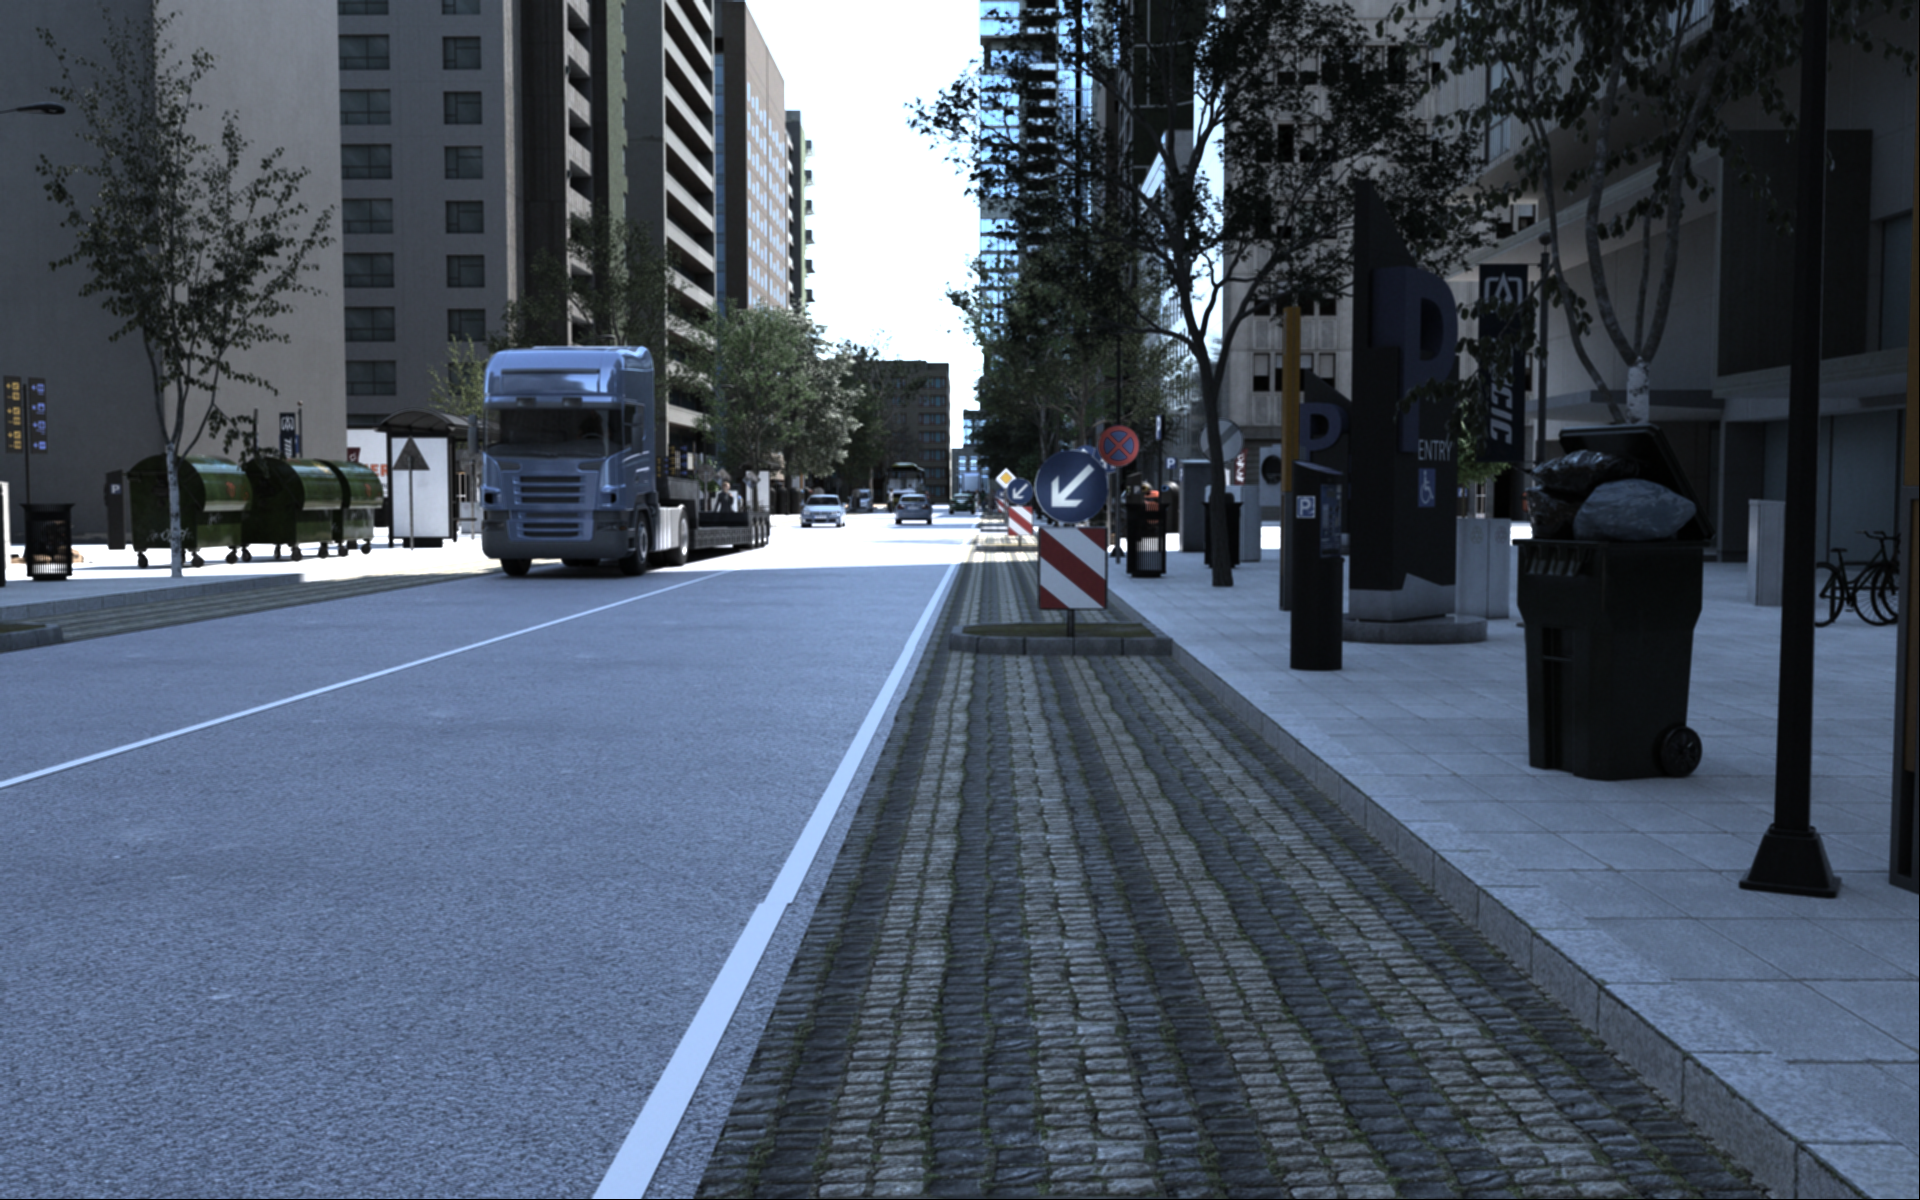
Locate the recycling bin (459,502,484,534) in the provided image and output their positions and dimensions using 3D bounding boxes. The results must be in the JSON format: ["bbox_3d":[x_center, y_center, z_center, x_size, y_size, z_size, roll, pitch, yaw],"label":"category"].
[{"bbox_3d":[-15.757,-2.649,55.863,0.722,1.027,0.722,-1,4,-21],"label":"recycling bin"}]

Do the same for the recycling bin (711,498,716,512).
[{"bbox_3d":[-16.334,-6.390,117.028,0.722,1.027,0.722,2,4,31],"label":"recycling bin"}]

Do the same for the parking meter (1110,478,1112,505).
[{"bbox_3d":[5.209,-3.425,61.710,0.399,1.863,0.255,0,4,5],"label":"parking meter"}]

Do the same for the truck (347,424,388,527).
[{"bbox_3d":[-26.534,-4.990,70.506,11.283,4.237,2.839,0,4,3],"label":"truck"}]

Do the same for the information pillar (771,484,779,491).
[{"bbox_3d":[-13.369,-7.297,123.801,0.304,2.012,0.304,-3,5,-44],"label":"information pillar"}]

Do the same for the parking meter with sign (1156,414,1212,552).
[{"bbox_3d":[5.229,-2.568,38.243,1.738,3.016,0.543,0,4,-6],"label":"parking meter with sign"}]

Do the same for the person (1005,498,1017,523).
[{"bbox_3d":[2.545,-4.609,84.205,0.721,1.781,0.623,-3,5,-42],"label":"person"}]

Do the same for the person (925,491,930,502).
[{"bbox_3d":[-3.379,-10.553,181.496,0.683,1.767,0.568,0,4,-3],"label":"person"}]

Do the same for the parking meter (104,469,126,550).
[{"bbox_3d":[-19.360,-2.077,39.665,0.399,1.863,0.255,-2,4,-34],"label":"parking meter"}]

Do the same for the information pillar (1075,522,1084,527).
[{"bbox_3d":[3.242,-2.637,47.606,0.304,2.012,0.304,3,4,38],"label":"information pillar"}]

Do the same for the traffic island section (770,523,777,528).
[{"bbox_3d":[-8.924,-3.163,73.995,2.009,0.180,2.903,0,4,1],"label":"traffic island section"}]

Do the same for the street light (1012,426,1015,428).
[{"bbox_3d":[3.494,-7.044,87.707,1.470,5.913,1.316,0,4,1],"label":"street light"}]

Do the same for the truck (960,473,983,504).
[{"bbox_3d":[1.360,-13.523,210.856,2.967,4.110,18.799,0,4,1],"label":"truck"}]

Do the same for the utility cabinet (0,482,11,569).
[{"bbox_3d":[-16.632,-1.258,29.249,1.173,1.500,0.318,1,4,15],"label":"utility cabinet"}]

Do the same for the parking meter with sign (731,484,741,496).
[{"bbox_3d":[-16.637,-8.081,128.392,1.738,3.016,0.543,-1,4,-20],"label":"parking meter with sign"}]

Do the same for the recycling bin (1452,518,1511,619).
[{"bbox_3d":[5.203,-0.332,17.979,0.722,1.027,0.722,-2,4,-31],"label":"recycling bin"}]

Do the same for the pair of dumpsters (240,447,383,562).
[{"bbox_3d":[-13.023,-1.965,34.618,1.574,2.255,4.437,0,4,1],"label":"pair of dumpsters"}]

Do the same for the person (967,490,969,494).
[{"bbox_3d":[0.852,-10.201,175.271,0.705,1.826,1.348,-2,4,-30],"label":"person"}]

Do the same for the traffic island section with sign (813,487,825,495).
[{"bbox_3d":[-8.132,-5.602,100.214,1.989,1.847,2.006,0,4,1],"label":"traffic island section with sign"}]

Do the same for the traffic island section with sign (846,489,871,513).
[{"bbox_3d":[-7.648,-7.312,128.172,1.989,1.847,2.006,0,4,1],"label":"traffic island section with sign"}]

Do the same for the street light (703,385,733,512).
[{"bbox_3d":[-10.369,-6.204,73.978,1.470,5.913,1.316,0,4,1],"label":"street light"}]

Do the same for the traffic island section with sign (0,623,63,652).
[{"bbox_3d":[-9.627,-0.461,16.162,1.989,1.847,2.006,0,4,1],"label":"traffic island section with sign"}]

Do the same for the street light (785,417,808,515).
[{"bbox_3d":[-9.822,-8.034,103.893,1.470,5.913,1.316,0,4,1],"label":"street light"}]

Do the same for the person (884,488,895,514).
[{"bbox_3d":[-5.062,-7.115,124.676,0.795,1.843,0.661,0,4,4],"label":"person"}]

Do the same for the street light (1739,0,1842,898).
[{"bbox_3d":[2.179,-2.016,5.509,1.470,5.913,1.316,0,4,1],"label":"street light"}]

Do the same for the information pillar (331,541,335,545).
[{"bbox_3d":[-16.020,-2.406,43.830,0.304,2.012,0.304,0,4,-4],"label":"information pillar"}]

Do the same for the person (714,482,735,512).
[{"bbox_3d":[-6.658,-2.441,48.837,0.534,1.772,0.576,2,4,27],"label":"person"}]

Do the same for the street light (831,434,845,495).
[{"bbox_3d":[-9.466,-9.912,134.594,1.470,5.913,1.316,0,4,1],"label":"street light"}]

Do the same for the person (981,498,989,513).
[{"bbox_3d":[1.849,-7.170,131.222,1.012,1.151,0.738,2,4,34],"label":"person"}]

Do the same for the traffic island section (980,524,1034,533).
[{"bbox_3d":[1.775,-2.663,65.816,2.009,0.180,2.903,0,4,1],"label":"traffic island section"}]

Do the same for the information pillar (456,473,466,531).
[{"bbox_3d":[-17.267,-3.382,59.788,0.304,2.012,0.304,2,4,26],"label":"information pillar"}]

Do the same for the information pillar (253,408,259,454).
[{"bbox_3d":[-19.062,-3.400,46.950,0.183,3.616,0.504,-1,4,-16],"label":"information pillar"}]

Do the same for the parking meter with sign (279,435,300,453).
[{"bbox_3d":[-19.520,-3.283,49.933,0.543,3.016,1.738,0,4,-7],"label":"parking meter with sign"}]

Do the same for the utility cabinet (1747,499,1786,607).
[{"bbox_3d":[9.419,-0.555,20.231,0.306,1.237,1.020,1,4,19],"label":"utility cabinet"}]

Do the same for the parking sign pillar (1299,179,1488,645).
[{"bbox_3d":[3.957,-1.644,15.353,1.447,3.967,1.447,3,5,40],"label":"parking sign pillar"}]

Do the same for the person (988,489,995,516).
[{"bbox_3d":[1.995,-6.212,110.404,0.599,1.781,0.374,-2,4,-30],"label":"person"}]

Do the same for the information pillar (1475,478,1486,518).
[{"bbox_3d":[21.999,-4.202,73.202,0.304,2.012,0.304,3,5,39],"label":"information pillar"}]

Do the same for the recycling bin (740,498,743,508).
[{"bbox_3d":[-13.688,-5.667,105.209,0.722,1.027,0.722,3,5,41],"label":"recycling bin"}]

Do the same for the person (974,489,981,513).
[{"bbox_3d":[1.297,-7.398,129.813,0.624,1.780,0.694,2,4,28],"label":"person"}]

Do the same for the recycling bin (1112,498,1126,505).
[{"bbox_3d":[9.517,-5.585,103.870,0.722,1.027,0.722,-1,4,-9],"label":"recycling bin"}]

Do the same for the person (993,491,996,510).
[{"bbox_3d":[3.119,-9.001,156.602,0.436,1.711,0.756,0,4,7],"label":"person"}]

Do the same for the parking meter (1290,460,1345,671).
[{"bbox_3d":[2.620,-0.262,12.699,0.372,1.533,0.369,0,3,0],"label":"parking meter"}]

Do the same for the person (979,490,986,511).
[{"bbox_3d":[1.926,-8.227,143.259,0.600,1.795,0.529,-2,4,-31],"label":"person"}]

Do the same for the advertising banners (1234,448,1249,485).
[{"bbox_3d":[9.927,-4.266,65.944,2.074,3.025,0.090,0,4,4],"label":"advertising banners"}]

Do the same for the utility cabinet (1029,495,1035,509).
[{"bbox_3d":[5.851,-8.142,144.287,1.020,1.237,0.306,1,4,9],"label":"utility cabinet"}]

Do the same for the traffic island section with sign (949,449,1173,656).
[{"bbox_3d":[0.903,-0.463,16.202,1.989,1.847,2.006,0,4,1],"label":"traffic island section with sign"}]

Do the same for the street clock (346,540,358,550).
[{"bbox_3d":[-13.971,-2.151,39.733,0.471,2.002,0.358,-3,5,-43],"label":"street clock"}]

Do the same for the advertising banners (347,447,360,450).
[{"bbox_3d":[-23.516,-4.204,64.919,2.074,3.025,0.090,0,4,-7],"label":"advertising banners"}]

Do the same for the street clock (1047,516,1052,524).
[{"bbox_3d":[3.814,-4.215,73.486,0.358,2.002,0.471,1,4,12],"label":"street clock"}]

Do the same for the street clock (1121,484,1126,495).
[{"bbox_3d":[11.989,-7.495,127.108,0.358,2.002,0.471,-3,5,-44],"label":"street clock"}]

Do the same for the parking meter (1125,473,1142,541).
[{"bbox_3d":[4.708,-2.521,46.934,0.399,1.863,0.255,-2,4,-29],"label":"parking meter"}]

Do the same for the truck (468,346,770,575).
[{"bbox_3d":[-6.594,-2.916,37.437,2.967,4.110,18.799,0,4,2],"label":"truck"}]

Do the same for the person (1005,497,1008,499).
[{"bbox_3d":[3.409,-7.442,130.448,0.793,1.790,0.793,0,4,-3],"label":"person"}]
